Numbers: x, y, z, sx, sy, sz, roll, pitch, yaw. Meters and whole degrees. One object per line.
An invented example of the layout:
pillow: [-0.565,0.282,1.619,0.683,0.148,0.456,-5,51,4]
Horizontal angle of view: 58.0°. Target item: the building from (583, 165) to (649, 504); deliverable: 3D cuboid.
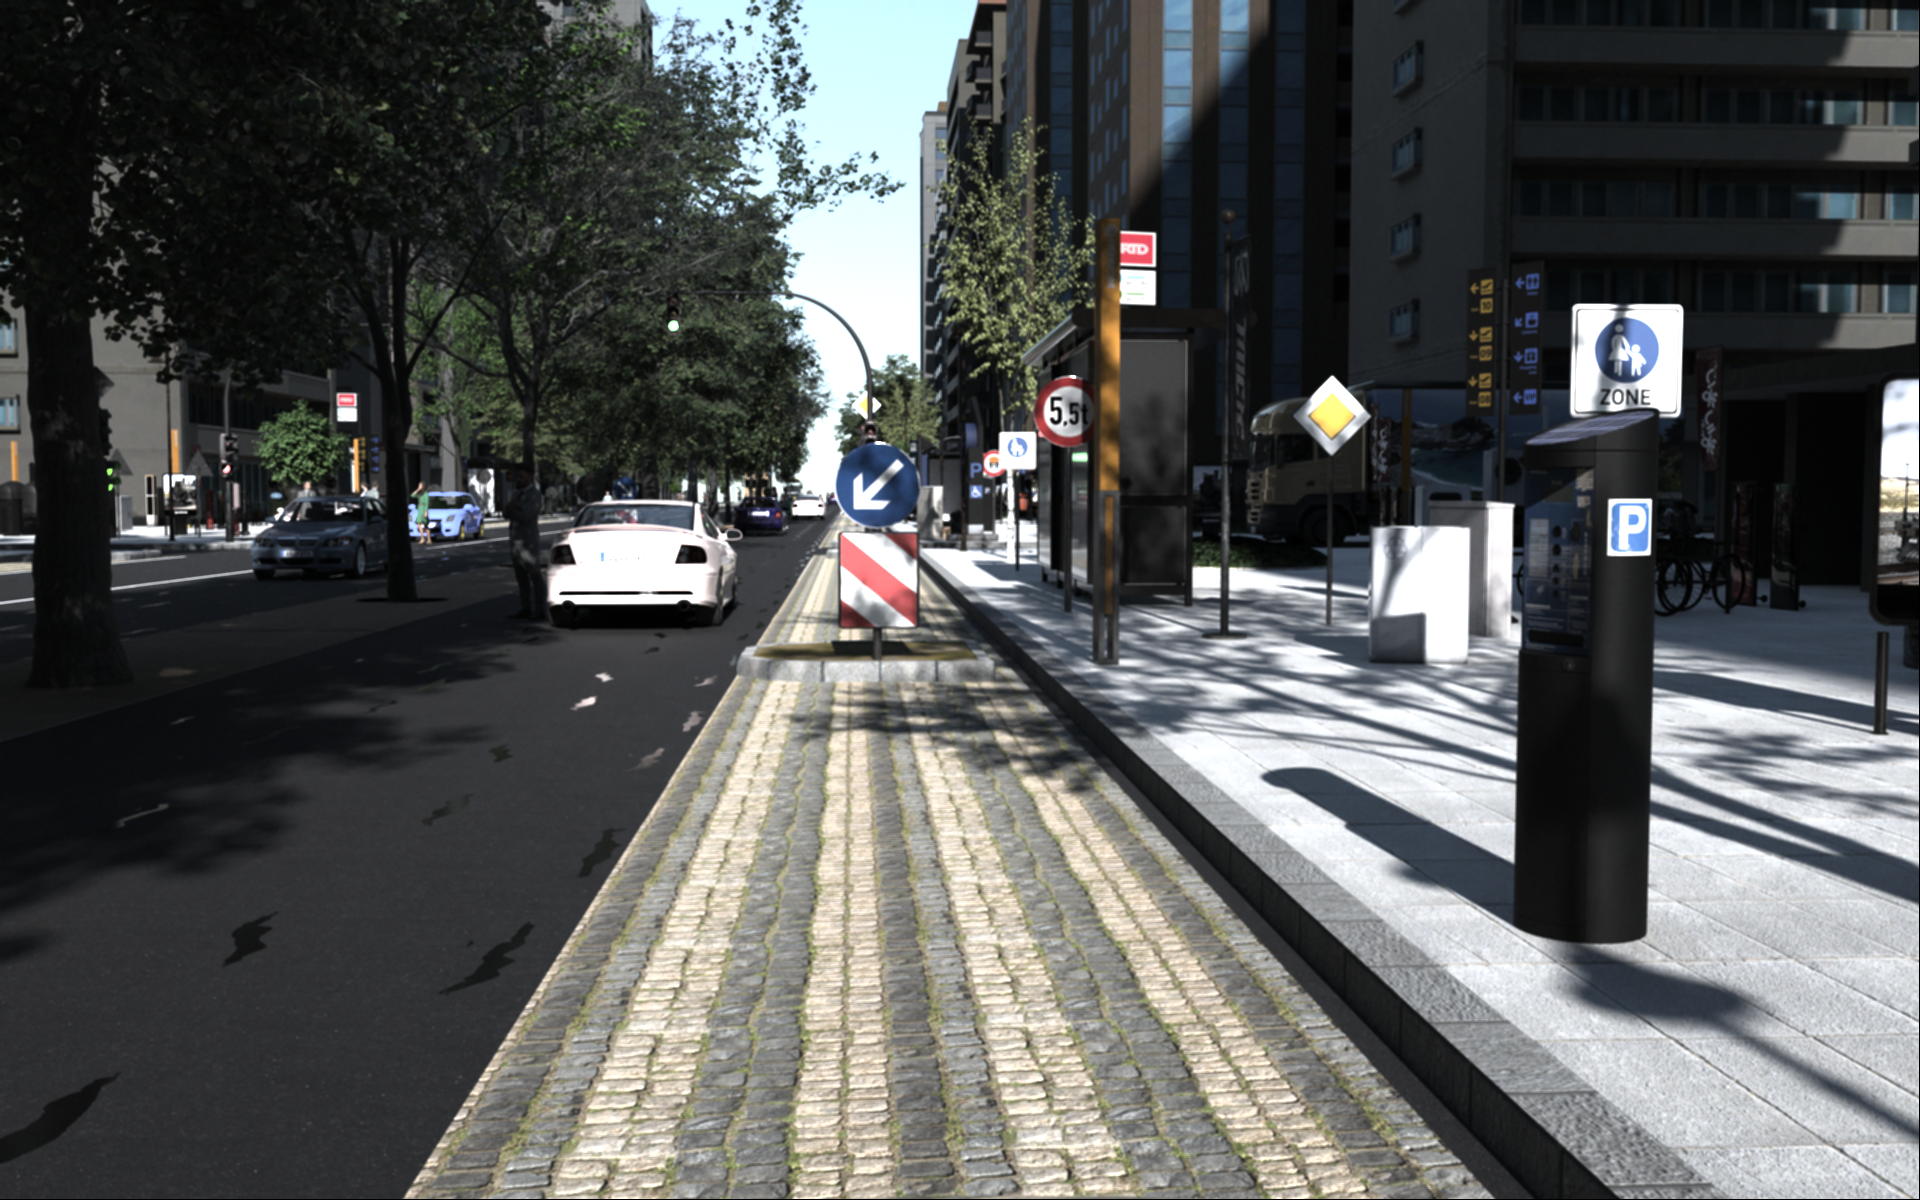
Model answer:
building: [-51.653,-34.916,225.498,22.147,44.769,28.867,0,4,-4]

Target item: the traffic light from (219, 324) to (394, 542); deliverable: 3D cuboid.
traffic light: [-17.341,-4.373,46.168,4.771,5.953,1.251,0,4,-4]

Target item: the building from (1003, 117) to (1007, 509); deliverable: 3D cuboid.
building: [10.092,-22.081,132.726,14.160,30.474,14.107,0,4,-4]

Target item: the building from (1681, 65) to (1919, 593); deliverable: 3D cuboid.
building: [21.946,-21.940,13.340,22.147,44.769,28.867,0,4,-4]

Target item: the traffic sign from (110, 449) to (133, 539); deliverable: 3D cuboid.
traffic sign: [-24.022,-3.022,49.410,0.884,2.594,0.081,0,4,1]

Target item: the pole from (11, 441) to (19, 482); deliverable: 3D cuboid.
pole: [-36.658,-4.488,67.224,0.158,3.312,0.155,0,3,0]

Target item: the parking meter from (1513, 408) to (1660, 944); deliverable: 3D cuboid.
parking meter: [1.830,0.204,5.073,0.372,1.533,0.369,0,3,0]

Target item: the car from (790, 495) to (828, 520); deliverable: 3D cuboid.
car: [-8.354,-5.093,95.627,2.083,1.381,4.827,0,4,-4]

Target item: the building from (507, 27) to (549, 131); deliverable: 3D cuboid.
building: [-47.489,-30.180,148.062,22.147,44.769,28.867,0,4,-4]

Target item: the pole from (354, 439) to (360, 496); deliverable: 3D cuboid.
pole: [-22.306,-4.294,64.055,0.158,3.312,0.155,0,3,0]

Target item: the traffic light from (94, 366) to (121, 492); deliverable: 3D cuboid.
traffic light: [-18.930,-3.004,38.035,0.839,4.253,0.868,0,4,-4]

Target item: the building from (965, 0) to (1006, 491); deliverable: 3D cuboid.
building: [11.852,-30.536,153.887,22.147,44.769,28.867,0,4,-4]

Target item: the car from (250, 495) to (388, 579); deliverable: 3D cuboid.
car: [-11.152,-1.149,30.785,2.014,1.417,4.499,0,4,-5]

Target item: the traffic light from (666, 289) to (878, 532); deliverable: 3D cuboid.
traffic light: [-4.134,-3.924,38.822,4.771,5.953,1.251,0,4,-4]

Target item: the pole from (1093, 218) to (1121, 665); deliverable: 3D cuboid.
pole: [1.098,-1.169,12.952,0.158,3.312,0.155,0,3,0]

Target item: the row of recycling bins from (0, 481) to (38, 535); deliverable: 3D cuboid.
row of recycling bins: [-29.533,-2.919,54.841,3.534,1.692,1.069,1,4,12]

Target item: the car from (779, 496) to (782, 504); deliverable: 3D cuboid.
car: [-25.325,-14.626,251.720,1.945,1.354,3.894,0,4,-2]

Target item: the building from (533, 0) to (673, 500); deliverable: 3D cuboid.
building: [-52.493,-49.619,249.518,20.563,71.187,20.611,0,4,-4]

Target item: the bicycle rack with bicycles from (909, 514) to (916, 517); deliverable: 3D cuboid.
bicycle rack with bicycles: [-2.743,-5.030,95.630,2.852,0.926,2.925,-1,4,-16]

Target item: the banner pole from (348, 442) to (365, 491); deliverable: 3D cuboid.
banner pole: [-25.558,-5.111,73.581,0.863,3.779,0.401,0,4,-3]

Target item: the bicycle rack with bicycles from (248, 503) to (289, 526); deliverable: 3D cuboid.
bicycle rack with bicycles: [-27.994,-3.486,70.385,2.852,0.926,2.925,0,4,6]

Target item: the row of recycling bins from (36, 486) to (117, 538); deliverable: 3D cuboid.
row of recycling bins: [-25.909,-2.689,51.085,3.534,1.692,1.069,3,5,42]

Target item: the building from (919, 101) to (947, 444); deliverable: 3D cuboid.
building: [4.333,-44.338,266.927,21.231,58.520,28.212,0,4,-4]

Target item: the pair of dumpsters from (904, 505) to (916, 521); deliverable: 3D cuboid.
pair of dumpsters: [-2.140,-5.060,85.228,1.574,2.255,4.437,0,4,-3]

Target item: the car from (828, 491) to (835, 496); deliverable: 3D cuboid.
car: [-17.394,-14.364,243.526,2.281,1.827,5.304,0,4,-2]

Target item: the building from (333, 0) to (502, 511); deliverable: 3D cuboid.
building: [-41.328,-27.124,127.073,14.154,41.232,14.086,0,4,-4]

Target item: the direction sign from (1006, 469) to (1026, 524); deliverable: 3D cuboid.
direction sign: [2.362,-4.967,73.212,0.876,3.537,0.379,-1,4,-13]

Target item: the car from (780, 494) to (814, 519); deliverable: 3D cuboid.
car: [-9.526,-5.494,101.633,2.131,1.459,4.920,0,4,-3]

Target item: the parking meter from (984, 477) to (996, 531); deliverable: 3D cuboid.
parking meter: [1.005,-3.305,59.744,0.399,1.863,0.255,1,4,23]

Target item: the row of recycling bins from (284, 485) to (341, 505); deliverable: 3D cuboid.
row of recycling bins: [-28.324,-4.213,76.000,1.069,1.692,3.534,1,4,14]

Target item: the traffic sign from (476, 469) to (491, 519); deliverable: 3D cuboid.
traffic sign: [-24.148,-5.365,87.828,0.768,2.556,0.104,0,4,-2]

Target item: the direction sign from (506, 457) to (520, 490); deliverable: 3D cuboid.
direction sign: [-27.590,-7.035,107.016,0.876,3.537,0.379,0,4,2]

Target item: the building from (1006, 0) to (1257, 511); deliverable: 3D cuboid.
building: [10.556,-28.416,114.715,14.600,45.320,14.200,0,4,-4]

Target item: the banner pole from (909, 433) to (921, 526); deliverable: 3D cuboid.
banner pole: [-1.798,-4.934,70.692,0.401,3.779,0.863,-3,5,-43]

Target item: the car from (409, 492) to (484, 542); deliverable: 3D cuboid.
car: [-15.864,-2.672,53.275,1.945,1.707,3.694,0,4,-2]

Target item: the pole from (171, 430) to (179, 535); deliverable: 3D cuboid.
pole: [-24.809,-3.728,54.798,0.158,3.312,0.155,0,3,0]

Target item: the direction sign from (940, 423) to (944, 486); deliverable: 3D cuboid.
direction sign: [-0.582,-3.885,55.519,0.379,3.537,0.876,0,4,6]

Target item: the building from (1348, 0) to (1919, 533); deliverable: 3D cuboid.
building: [26.521,-27.025,65.557,21.600,48.544,21.300,0,4,-4]

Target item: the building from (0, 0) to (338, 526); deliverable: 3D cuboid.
building: [-42.300,-27.758,77.544,21.300,48.544,21.600,0,4,-4]

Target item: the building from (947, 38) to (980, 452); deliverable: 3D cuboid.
building: [9.842,-33.956,178.882,21.300,48.544,21.600,0,4,-4]

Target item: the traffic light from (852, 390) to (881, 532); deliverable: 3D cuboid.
traffic light: [-2.546,-3.556,47.061,0.839,4.253,0.868,0,4,-4]

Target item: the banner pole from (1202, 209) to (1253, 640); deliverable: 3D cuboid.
banner pole: [2.396,-1.535,15.115,0.401,3.779,0.863,-1,4,-9]

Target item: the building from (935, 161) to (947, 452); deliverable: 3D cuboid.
building: [8.046,-37.824,238.031,23.786,49.044,30.456,0,4,-4]

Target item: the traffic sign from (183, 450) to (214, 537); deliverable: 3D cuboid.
traffic sign: [-22.560,-3.138,51.312,0.884,2.594,0.081,0,4,-3]

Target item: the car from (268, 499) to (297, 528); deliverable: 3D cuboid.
car: [-19.687,-2.492,53.103,2.083,1.381,4.827,0,4,-4]

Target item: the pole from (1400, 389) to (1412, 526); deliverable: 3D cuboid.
pole: [8.708,-2.445,33.812,0.158,3.312,0.155,0,3,0]

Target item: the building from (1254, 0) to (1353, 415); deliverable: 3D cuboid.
building: [14.181,-26.659,85.993,14.600,45.320,14.200,0,4,-4]

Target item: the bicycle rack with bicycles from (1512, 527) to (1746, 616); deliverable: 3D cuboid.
bicycle rack with bicycles: [7.354,-0.350,19.103,2.925,0.926,2.852,-1,4,-13]

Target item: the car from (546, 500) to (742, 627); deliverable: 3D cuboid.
car: [-3.606,-0.473,20.102,2.083,1.381,4.827,0,4,-4]

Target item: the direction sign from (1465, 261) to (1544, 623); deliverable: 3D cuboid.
direction sign: [5.393,-1.544,17.239,0.379,3.537,0.876,-2,4,-35]

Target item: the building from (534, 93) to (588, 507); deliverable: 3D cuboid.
building: [-44.967,-29.749,169.984,14.154,41.232,14.086,0,4,-4]

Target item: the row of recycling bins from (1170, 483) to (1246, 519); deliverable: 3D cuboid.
row of recycling bins: [9.354,-3.570,65.477,3.534,1.692,1.069,-2,4,-35]

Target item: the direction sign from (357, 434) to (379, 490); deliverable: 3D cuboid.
direction sign: [-22.427,-4.508,65.699,0.379,3.537,0.876,3,5,40]

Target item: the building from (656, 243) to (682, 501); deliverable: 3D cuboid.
building: [-50.952,-35.765,268.350,14.154,41.232,14.086,0,4,-4]

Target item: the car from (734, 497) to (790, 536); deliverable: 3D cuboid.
car: [-6.939,-2.927,60.429,1.945,1.354,3.894,0,4,-4]

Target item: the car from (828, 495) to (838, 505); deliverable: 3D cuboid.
car: [-16.356,-12.998,225.100,1.945,1.354,3.894,0,4,-5]
